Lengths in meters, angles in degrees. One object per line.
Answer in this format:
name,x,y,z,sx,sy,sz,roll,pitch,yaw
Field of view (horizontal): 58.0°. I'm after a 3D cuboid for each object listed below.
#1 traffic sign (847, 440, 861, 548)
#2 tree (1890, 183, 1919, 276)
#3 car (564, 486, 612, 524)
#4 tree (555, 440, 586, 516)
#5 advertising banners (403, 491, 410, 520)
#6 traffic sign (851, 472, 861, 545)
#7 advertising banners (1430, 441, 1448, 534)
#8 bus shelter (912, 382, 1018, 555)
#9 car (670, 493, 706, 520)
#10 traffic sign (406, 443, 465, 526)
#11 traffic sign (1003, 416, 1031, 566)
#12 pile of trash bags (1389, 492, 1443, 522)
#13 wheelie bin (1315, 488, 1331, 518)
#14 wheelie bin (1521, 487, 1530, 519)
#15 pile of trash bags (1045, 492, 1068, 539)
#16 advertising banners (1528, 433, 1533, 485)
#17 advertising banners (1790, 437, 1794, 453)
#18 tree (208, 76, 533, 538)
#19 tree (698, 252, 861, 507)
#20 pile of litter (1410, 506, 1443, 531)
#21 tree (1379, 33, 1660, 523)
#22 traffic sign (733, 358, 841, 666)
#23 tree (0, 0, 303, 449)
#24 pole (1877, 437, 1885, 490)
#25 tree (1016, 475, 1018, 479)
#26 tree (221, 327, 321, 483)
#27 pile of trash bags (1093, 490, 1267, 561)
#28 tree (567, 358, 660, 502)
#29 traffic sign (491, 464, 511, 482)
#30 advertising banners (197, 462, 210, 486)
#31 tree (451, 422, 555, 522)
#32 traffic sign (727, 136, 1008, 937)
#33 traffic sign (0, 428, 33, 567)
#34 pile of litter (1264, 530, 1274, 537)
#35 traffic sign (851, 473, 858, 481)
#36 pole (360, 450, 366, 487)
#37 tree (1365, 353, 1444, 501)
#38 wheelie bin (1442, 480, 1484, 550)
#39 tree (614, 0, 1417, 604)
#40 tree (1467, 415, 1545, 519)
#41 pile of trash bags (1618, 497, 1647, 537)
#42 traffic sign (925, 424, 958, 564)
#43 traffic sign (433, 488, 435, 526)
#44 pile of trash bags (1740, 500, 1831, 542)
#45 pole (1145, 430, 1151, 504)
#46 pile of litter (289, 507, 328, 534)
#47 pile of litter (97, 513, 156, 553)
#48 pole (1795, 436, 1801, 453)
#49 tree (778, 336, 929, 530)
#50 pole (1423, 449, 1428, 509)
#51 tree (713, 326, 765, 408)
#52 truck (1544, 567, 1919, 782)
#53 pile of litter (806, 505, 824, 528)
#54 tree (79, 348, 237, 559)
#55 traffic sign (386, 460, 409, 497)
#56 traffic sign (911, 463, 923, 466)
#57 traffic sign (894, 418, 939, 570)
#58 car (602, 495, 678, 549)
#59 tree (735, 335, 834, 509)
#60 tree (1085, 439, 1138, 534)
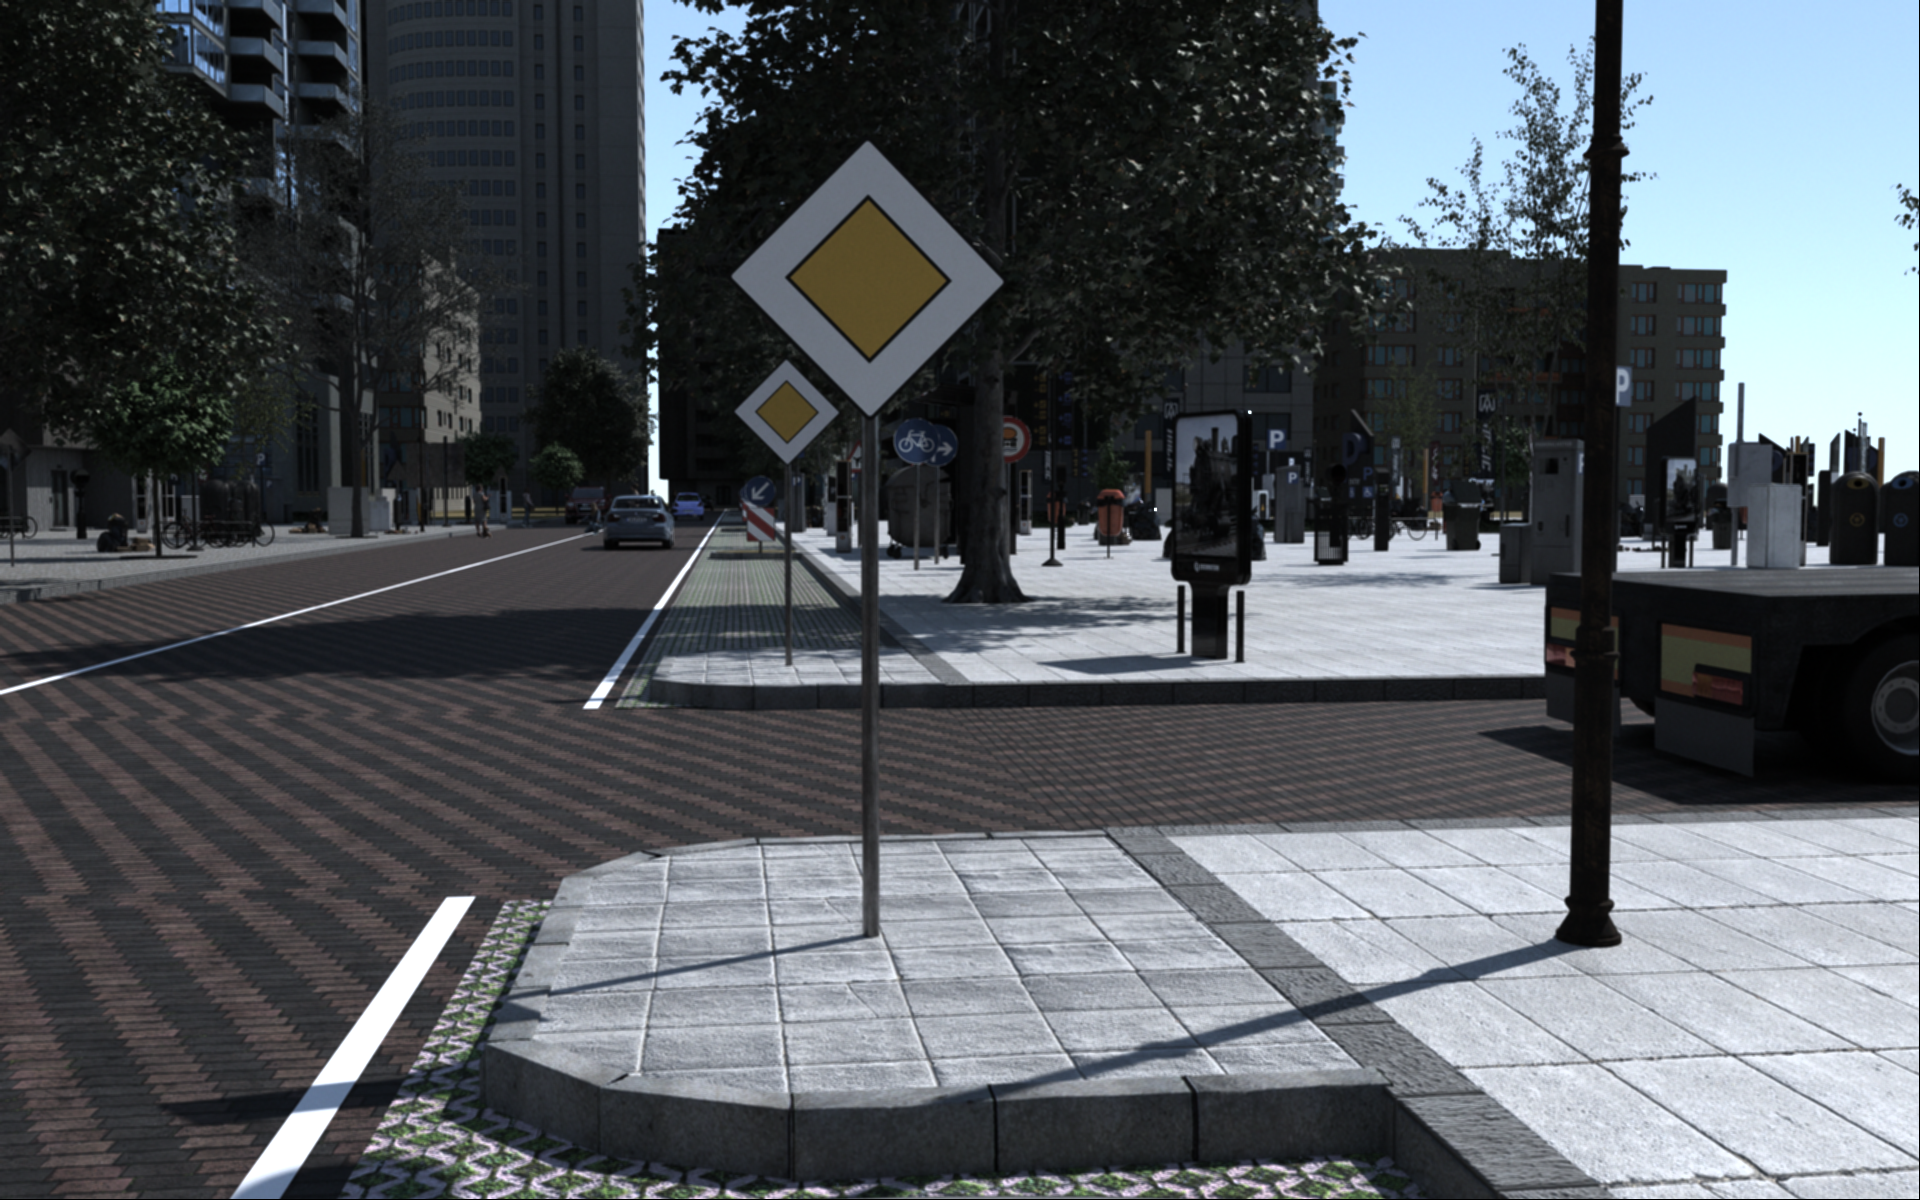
traffic sign,-2.422,-2.538,41.502,0.884,2.594,0.081,0,4,-4
tree,20.803,-5.020,32.434,4.737,8.622,4.395,0,3,0
car,-18.082,-4.638,84.497,2.281,1.827,5.304,0,4,-8
tree,-24.014,-7.326,103.499,4.285,4.588,4.351,0,3,0
advertising banners,-25.367,-5.085,79.329,0.090,3.025,2.074,0,4,-3
traffic sign,-2.511,-2.680,43.820,0.884,2.594,0.081,0,4,-1
advertising banners,15.845,-3.666,56.127,0.090,3.025,2.074,-1,4,-20
bus shelter,0.034,-2.954,39.576,1.731,3.624,6.357,0,4,-8
car,-14.961,-5.245,95.342,1.945,1.707,3.694,-1,4,-9
traffic sign,-20.792,-4.577,68.701,2.265,3.308,0.079,0,4,-4
traffic sign,0.776,-1.724,28.285,0.768,2.556,0.104,0,4,2
pile of trash bags,20.726,-4.327,80.495,3.447,1.369,1.912,0,4,1
wheelie bin,17.532,-4.666,84.196,0.980,1.594,0.693,-1,4,-23
wheelie bin,26.513,-4.440,80.494,0.980,1.594,0.693,3,5,40
pile of trash bags,4.084,-2.400,48.991,3.447,1.369,1.912,1,4,18
advertising banners,17.102,-3.339,50.772,0.090,3.025,2.074,3,5,43
advertising banners,25.579,-3.510,53.576,0.090,3.025,2.074,1,4,18
tree,-17.580,-8.567,50.439,12.009,13.543,11.850,0,3,0
tree,-7.719,-10.691,81.452,9.857,13.997,8.962,0,3,0
pile of litter,16.563,-2.887,61.162,1.719,0.858,1.176,-2,4,-35
tree,9.224,-4.754,28.096,4.360,8.622,3.978,0,3,0
traffic sign,-1.284,-0.566,12.889,0.795,2.450,0.064,0,4,-7
tree,-14.189,-6.528,23.741,9.611,12.733,9.660,0,3,0
pole,33.079,-4.184,62.253,0.158,3.312,0.155,0,3,0
tree,1.632,-4.766,72.518,1.663,3.219,1.824,0,3,0
tree,-26.849,-7.067,65.911,4.737,8.622,4.395,0,3,0
pile of trash bags,4.381,-1.506,34.382,3.447,1.369,1.912,1,4,14
tree,-32.142,-15.385,158.191,9.857,13.997,8.962,0,3,0
traffic sign,-20.087,-4.633,75.756,0.884,2.594,0.081,0,4,2
advertising banners,-24.827,-3.818,58.609,2.074,3.025,0.090,-1,4,-9
tree,-21.826,-5.844,79.261,4.285,4.588,4.351,0,3,0
traffic sign,-0.261,-0.081,4.969,0.795,2.450,0.064,0,4,-7
traffic sign,-16.721,-1.793,30.504,0.795,2.450,0.064,0,4,-1
pile of litter,8.571,-2.293,51.452,1.719,0.858,1.176,0,4,6
traffic sign,-4.498,-4.298,70.374,0.768,2.556,0.104,0,4,-5
pole,-27.388,-5.241,79.536,0.158,3.312,0.155,0,3,0
tree,23.057,-8.493,89.231,4.737,8.622,4.395,0,3,0
wheelie bin,11.467,-1.940,39.632,0.980,1.594,0.693,-1,4,-12
tree,0.439,-6.314,20.237,9.611,12.733,9.660,0,3,0
tree,22.605,-5.380,71.677,4.285,4.588,4.351,0,3,0
pile of trash bags,20.178,-2.611,52.436,1.912,1.369,3.447,-2,4,-32
traffic sign,-0.424,-1.933,31.714,0.768,2.556,0.104,0,4,2
traffic sign,-20.978,-4.220,69.008,0.884,2.594,0.081,0,4,1
pile of trash bags,22.784,-2.321,47.708,1.912,1.369,3.447,-1,4,-19
pole,6.020,-3.770,55.476,0.158,3.312,0.155,0,3,0
pile of litter,-21.342,-2.621,56.811,1.176,0.858,1.719,-2,4,-35
pile of litter,-18.603,-1.519,38.806,1.176,0.858,1.719,1,4,18
pole,29.332,-4.090,60.722,0.158,3.312,0.155,0,3,0
tree,-2.987,-5.951,47.659,4.360,8.622,3.978,0,3,0
pole,20.870,-5.129,77.703,0.158,3.312,0.155,0,3,0
tree,-17.400,-18.933,165.446,12.611,20.169,13.585,0,3,0
truck,13.062,-1.260,10.354,18.799,4.110,2.967,0,4,-5
pile of litter,-5.513,-3.181,65.977,1.719,0.858,1.176,1,4,16
tree,-16.089,-3.121,34.741,4.285,4.588,4.351,0,3,0
traffic sign,-21.636,-4.077,66.658,0.884,2.594,0.081,0,4,2
traffic sign,-1.403,-3.485,56.984,0.884,2.594,0.081,0,4,0
traffic sign,-0.731,-1.773,29.103,0.768,2.556,0.104,0,4,-3
car,-8.545,-2.091,46.188,2.014,1.417,4.499,-1,4,-8
tree,-10.080,-11.423,104.894,7.486,12.596,7.792,0,3,0
tree,4.743,-3.682,54.802,1.663,3.219,1.824,0,3,0
